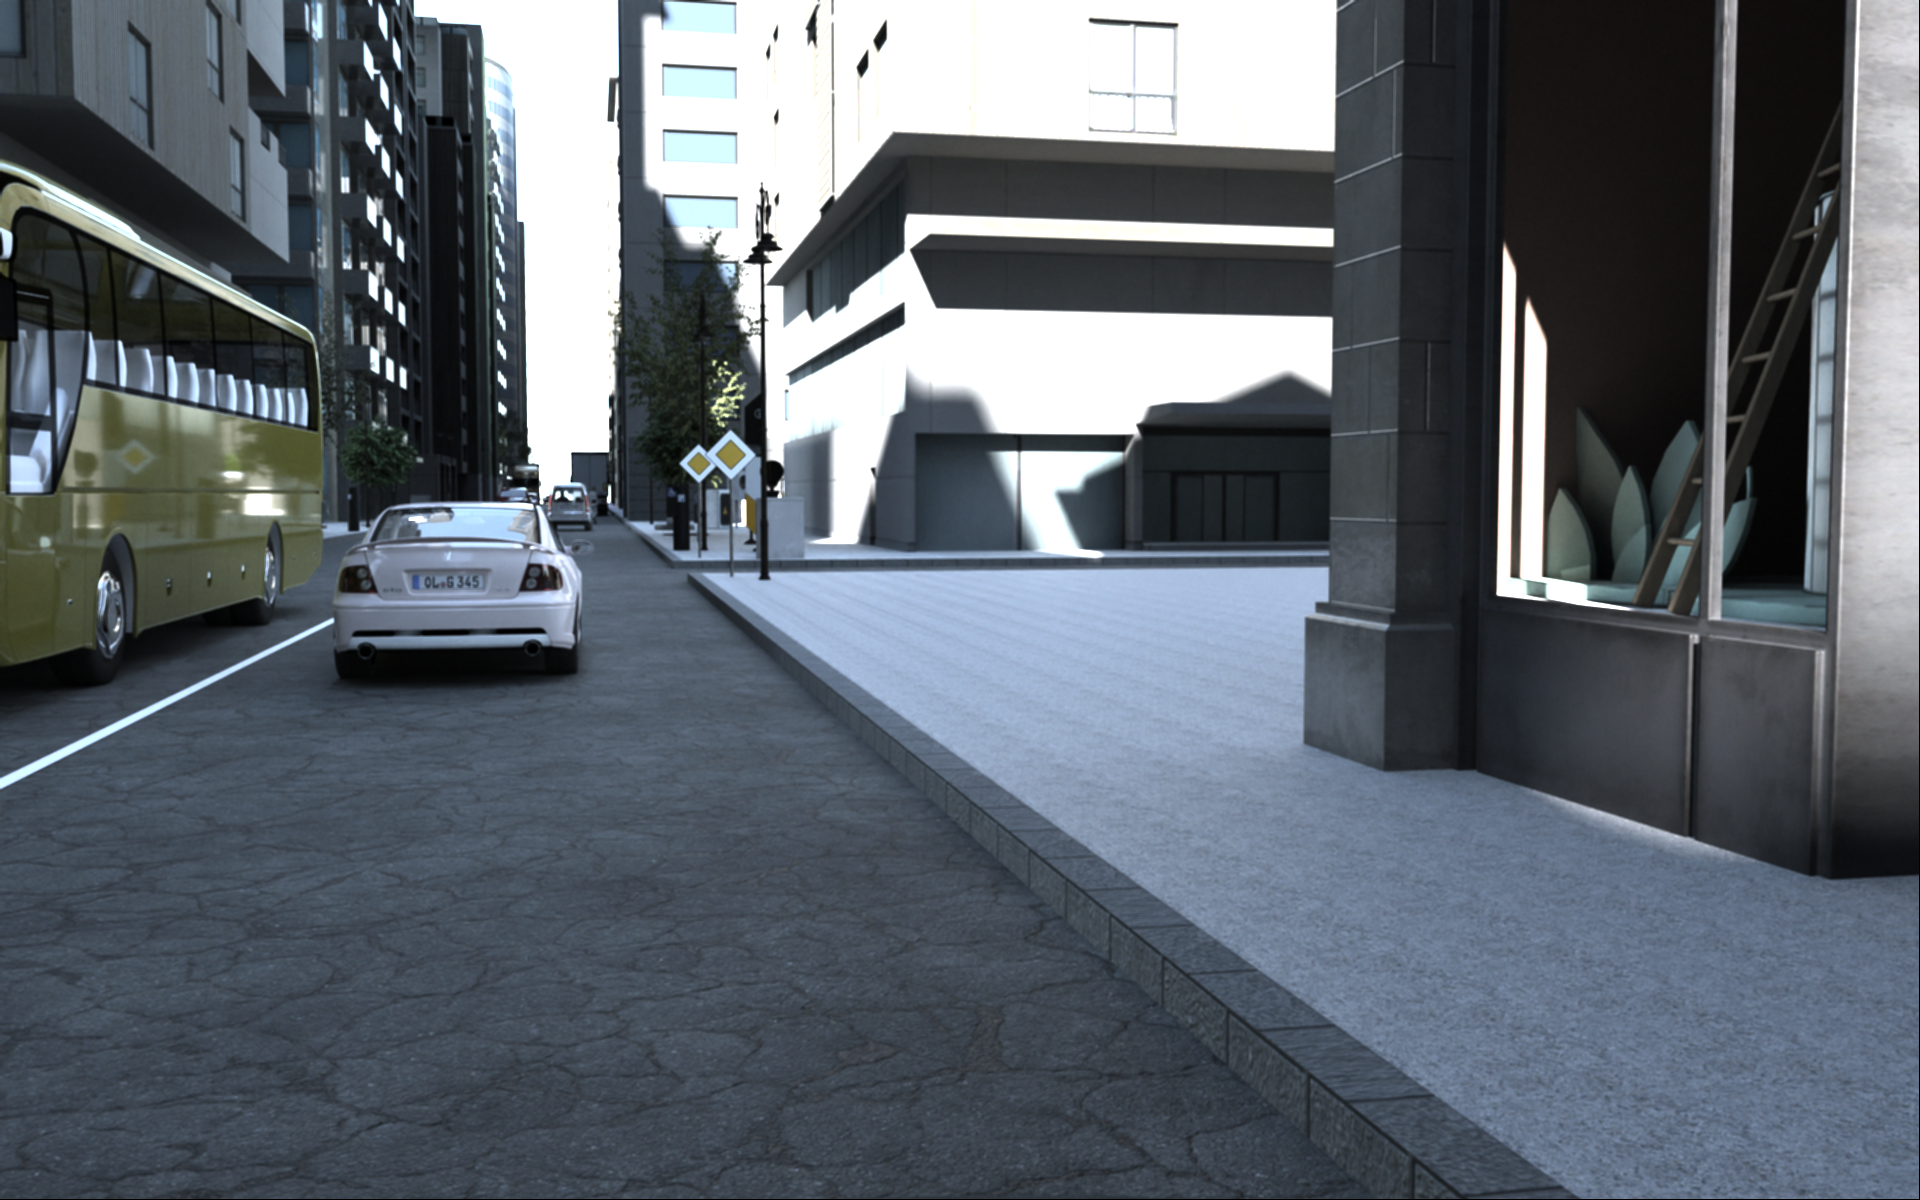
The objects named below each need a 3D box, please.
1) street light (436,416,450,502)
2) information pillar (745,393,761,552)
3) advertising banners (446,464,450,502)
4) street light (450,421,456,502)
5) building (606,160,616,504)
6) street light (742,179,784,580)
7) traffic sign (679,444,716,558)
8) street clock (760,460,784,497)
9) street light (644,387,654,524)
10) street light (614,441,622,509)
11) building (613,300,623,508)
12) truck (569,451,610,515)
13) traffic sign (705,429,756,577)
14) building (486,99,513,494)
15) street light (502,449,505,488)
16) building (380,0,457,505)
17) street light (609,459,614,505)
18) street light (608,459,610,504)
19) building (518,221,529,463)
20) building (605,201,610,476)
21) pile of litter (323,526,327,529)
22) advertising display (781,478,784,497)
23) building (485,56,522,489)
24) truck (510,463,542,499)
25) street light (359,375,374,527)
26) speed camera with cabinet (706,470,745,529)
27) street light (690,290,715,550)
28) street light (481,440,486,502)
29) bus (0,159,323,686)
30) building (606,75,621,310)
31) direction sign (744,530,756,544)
[{"bbox_3d":[-30.228,-7.835,100.891,0.468,5.910,1.993,-1,4,-12],"label":"street light"},{"bbox_3d":[-4.538,-2.890,38.612,0.504,3.616,0.183,-1,4,-10],"label":"information pillar"},{"bbox_3d":[-28.767,-6.189,97.375,0.090,3.025,2.074,-1,4,-10],"label":"advertising banners"},{"bbox_3d":[-31.556,-8.239,107.502,0.468,5.910,1.993,-1,4,-12],"label":"street light"},{"bbox_3d":[-37.872,-37.722,240.463,21.300,48.544,21.600,-1,4,-12],"label":"building"},{"bbox_3d":[-2.930,-3.242,25.792,0.468,5.910,1.993,-1,4,-12],"label":"street light"},{"bbox_3d":[-5.217,-1.896,34.636,0.795,2.450,0.064,-1,4,-12],"label":"traffic sign"},{"bbox_3d":[-4.052,-2.005,37.358,0.471,2.002,0.358,-1,4,-19],"label":"street clock"},{"bbox_3d":[-13.124,-6.162,73.530,0.468,5.910,1.993,-1,4,-12],"label":"street light"},{"bbox_3d":[-29.248,-10.767,148.833,0.468,5.910,1.993,-1,4,-12],"label":"street light"},{"bbox_3d":[-19.949,-19.974,171.611,27.650,21.520,28.899,-1,4,-12],"label":"building"},{"bbox_3d":[-25.412,-7.950,118.892,2.839,4.237,11.283,-1,4,-12],"label":"truck"},{"bbox_3d":[-3.546,-1.418,26.827,0.795,2.450,0.064,-1,4,-12],"label":"traffic sign"},{"bbox_3d":[-64.267,-35.447,199.165,23.786,49.044,30.456,-1,4,-12],"label":"building"},{"bbox_3d":[-46.043,-12.371,175.050,0.468,5.910,1.993,-1,4,-12],"label":"street light"},{"bbox_3d":[-44.159,-41.228,112.324,20.563,71.187,20.611,-1,4,-12],"label":"building"},{"bbox_3d":[-36.416,-12.834,182.623,0.468,5.910,1.993,-1,4,-12],"label":"street light"},{"bbox_3d":[-39.357,-13.658,196.094,0.468,5.910,1.993,-1,4,-12],"label":"street light"},{"bbox_3d":[-70.000,-34.674,250.511,14.154,41.232,14.086,-1,4,-12],"label":"building"},{"bbox_3d":[-45.541,-37.194,258.233,14.600,45.320,14.200,-1,4,-12],"label":"building"},{"bbox_3d":[-24.457,-3.108,64.786,1.719,0.858,1.176,2,4,35],"label":"pile of litter"},{"bbox_3d":[-6.725,-3.931,69.493,0.974,1.923,0.123,-3,4,-36],"label":"advertising display"},{"bbox_3d":[-69.482,-41.986,228.465,21.231,58.520,28.212,-1,4,-12],"label":"building"},{"bbox_3d":[-40.053,-10.468,160.068,2.839,4.237,11.283,-1,4,-14],"label":"truck"},{"bbox_3d":[-22.761,-5.726,66.412,0.468,5.910,1.993,-1,4,-12],"label":"street light"},{"bbox_3d":[-8.615,-4.273,64.196,0.660,3.252,2.038,2,4,27],"label":"speed camera with cabinet"},{"bbox_3d":[-5.833,-4.070,39.333,0.468,5.910,1.993,-1,4,-12],"label":"street light"},{"bbox_3d":[-38.862,-10.304,141.263,0.468,5.910,1.993,-1,4,-12],"label":"street light"},{"bbox_3d":[-8.195,-1.491,15.930,2.896,3.916,12.252,-1,4,-11],"label":"bus"},{"bbox_3d":[-29.233,-38.389,216.894,28.713,52.752,27.495,-1,4,-12],"label":"building"},{"bbox_3d":[-5.347,-3.197,44.276,0.379,3.537,0.876,-1,4,-8],"label":"direction sign"}]
